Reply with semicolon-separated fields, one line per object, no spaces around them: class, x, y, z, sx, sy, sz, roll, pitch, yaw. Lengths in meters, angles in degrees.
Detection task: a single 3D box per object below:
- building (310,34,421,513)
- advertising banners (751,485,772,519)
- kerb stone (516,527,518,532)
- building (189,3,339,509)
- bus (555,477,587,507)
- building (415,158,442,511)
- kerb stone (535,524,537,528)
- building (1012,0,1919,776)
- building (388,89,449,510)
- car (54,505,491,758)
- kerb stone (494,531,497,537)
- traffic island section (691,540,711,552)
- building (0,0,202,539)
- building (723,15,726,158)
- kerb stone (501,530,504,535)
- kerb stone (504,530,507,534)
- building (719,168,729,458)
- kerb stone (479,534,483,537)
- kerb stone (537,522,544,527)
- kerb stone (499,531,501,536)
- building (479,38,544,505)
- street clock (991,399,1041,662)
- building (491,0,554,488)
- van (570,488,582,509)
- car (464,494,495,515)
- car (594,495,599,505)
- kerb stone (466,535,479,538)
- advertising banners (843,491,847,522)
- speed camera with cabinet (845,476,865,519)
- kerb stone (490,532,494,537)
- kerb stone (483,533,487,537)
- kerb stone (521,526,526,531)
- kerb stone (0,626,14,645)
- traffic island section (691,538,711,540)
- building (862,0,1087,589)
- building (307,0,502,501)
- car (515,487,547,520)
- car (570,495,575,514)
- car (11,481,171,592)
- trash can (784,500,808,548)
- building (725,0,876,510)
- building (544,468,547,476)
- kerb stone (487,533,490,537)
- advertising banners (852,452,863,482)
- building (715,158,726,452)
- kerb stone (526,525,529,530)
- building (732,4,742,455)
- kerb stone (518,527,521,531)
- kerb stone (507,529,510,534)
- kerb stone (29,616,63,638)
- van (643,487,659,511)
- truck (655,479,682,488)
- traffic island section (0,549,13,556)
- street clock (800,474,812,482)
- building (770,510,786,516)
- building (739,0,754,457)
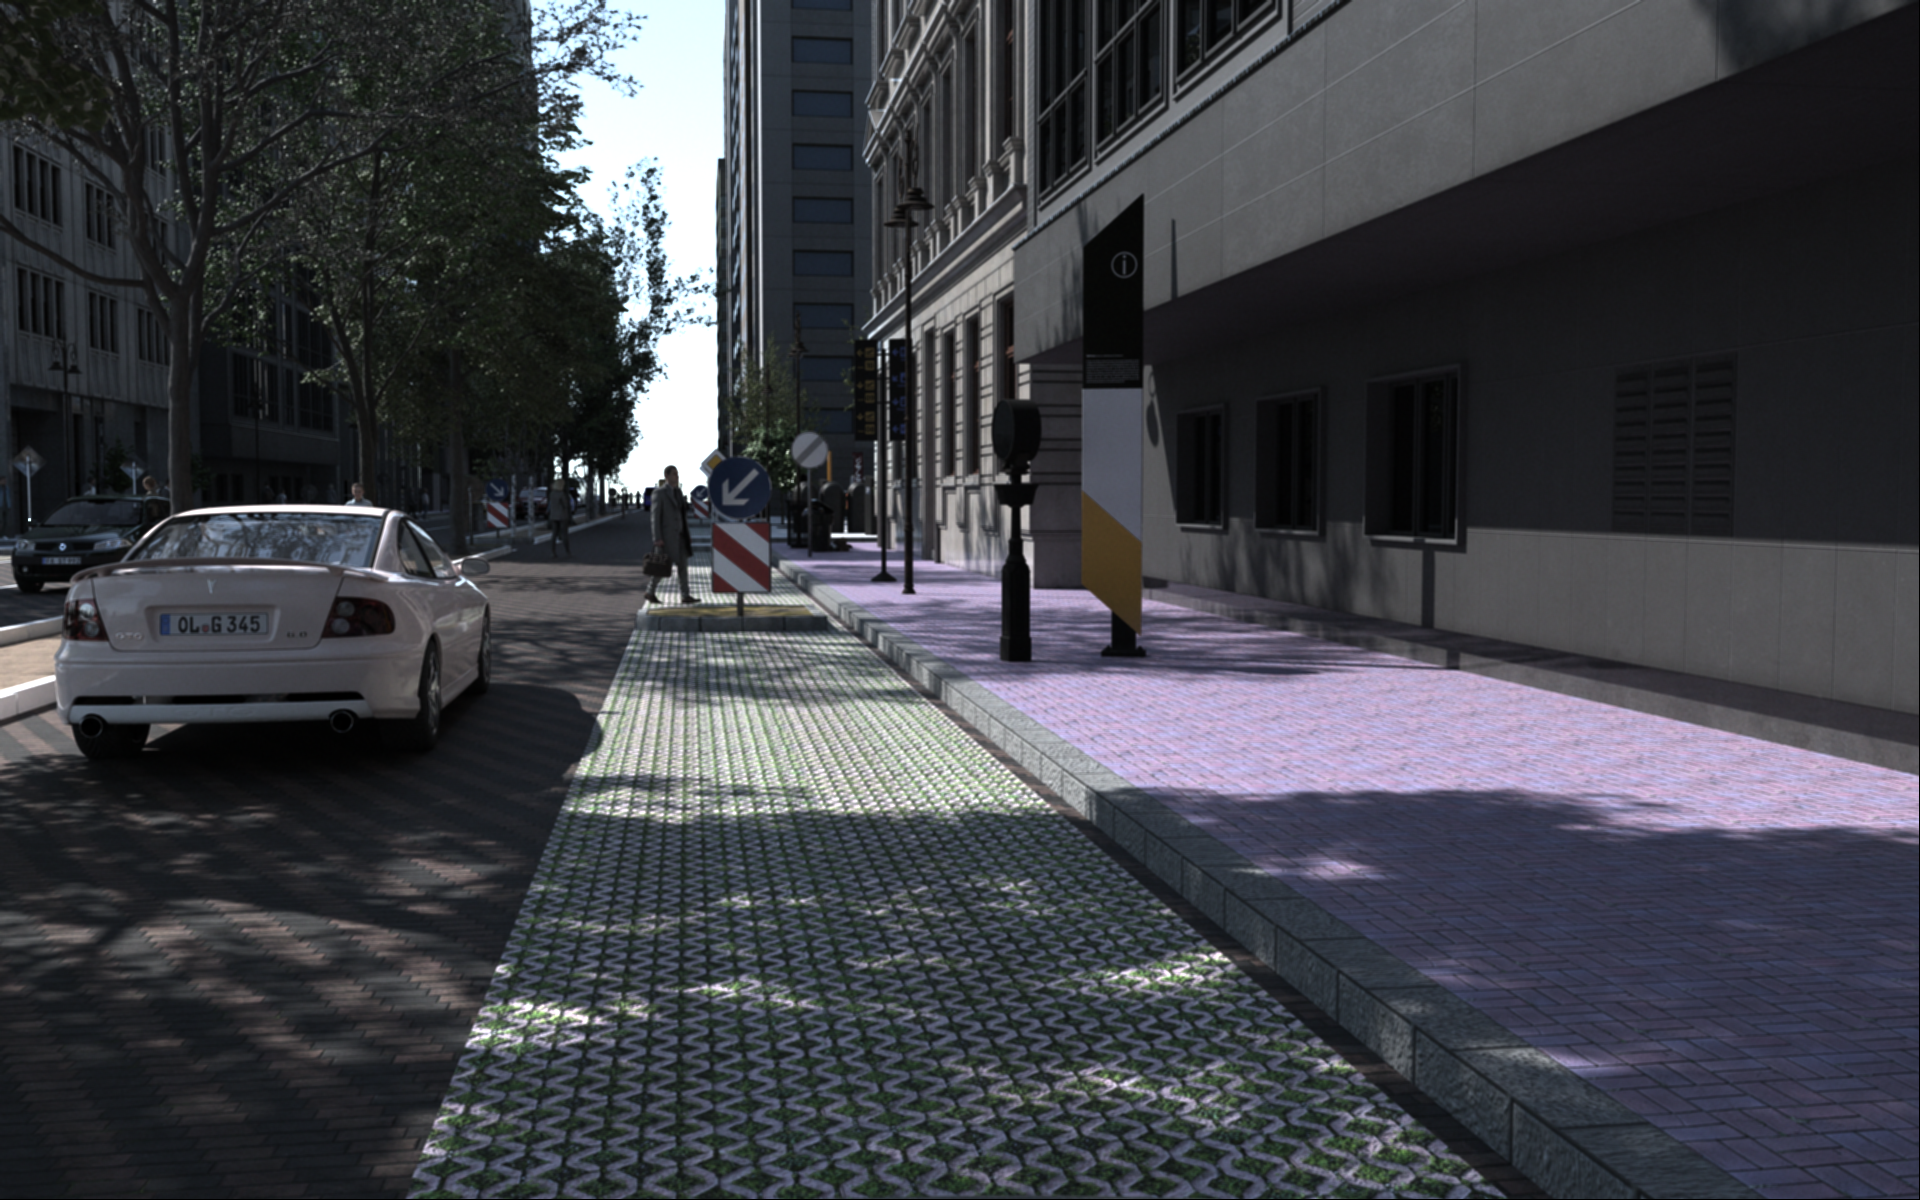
building;-41.030;-20.083;105.854;11.434;29.767;29.804;-1;4;-9
advertising banners;-10.707;-5.740;90.038;2.074;3.025;0.090;0;4;-4
kerb stone;-16.684;-2.592;64.635;0.120;0.150;1.000;-1;4;-9
building;-38.232;-17.471;79.164;14.314;27.812;24.014;-1;4;-9
bus;-41.293;-11.569;184.008;2.948;3.499;13.247;0;4;-7
building;-47.034;-21.845;128.871;14.160;30.474;14.107;-1;4;-9
kerb stone;-17.958;-3.091;72.738;0.120;0.150;1.000;-1;4;-9
building;9.344;-13.222;9.689;14.314;27.812;24.014;-1;4;-9
building;-58.818;-27.774;145.978;32.217;40.220;23.993;-1;4;-9
car;-4.077;0.090;10.885;2.083;1.381;4.827;-1;4;-9
kerb stone;-15.571;-2.162;57.549;0.120;0.150;1.000;-1;4;-9
traffic island section;-6.127;-1.327;43.972;2.009;0.180;2.903;-1;4;-9
building;-34.623;-14.654;57.620;12.078;24.808;19.932;-1;4;-9
building;-26.989;-50.220;259.355;20.563;71.187;20.611;-1;4;-9
kerb stone;-15.886;-2.284;59.575;0.120;0.150;1.000;-1;4;-9
kerb stone;-16.045;-2.344;60.585;0.120;0.150;1.000;-1;4;-9
building;-23.475;-32.837;220.478;14.154;41.232;14.086;-1;4;-9
kerb stone;-14.937;-1.915;53.499;0.120;0.150;1.000;-1;4;-9
kerb stone;-18.435;-3.275;75.783;0.120;0.150;1.000;-1;4;-9
kerb stone;-15.732;-2.224;58.565;0.120;0.150;1.000;-1;4;-9
building;-64.768;-41.373;218.455;21.231;58.520;28.212;-1;4;-9
street clock;0.429;-0.532;13.276;0.358;2.002;0.471;-1;4;-20
building;-68.220;-49.221;243.022;20.563;71.187;20.611;-1;4;-9
van;-39.050;-10.331;173.296;2.240;2.365;5.245;0;4;-8
car;-29.237;-5.810;105.213;2.015;1.641;3.980;-1;4;-10
car;-47.708;-13.052;225.761;2.083;1.381;4.827;0;4;-7
kerb stone;-14.783;-1.848;52.486;0.120;0.150;1.000;-1;4;-9
advertising banners;-5.169;-5.178;80.854;0.090;3.025;2.074;2;4;24
speed camera with cabinet;-5.506;-5.651;86.722;0.660;3.252;2.038;3;4;36
kerb stone;-15.411;-2.100;56.528;0.120;0.150;1.000;-1;4;-9
kerb stone;-15.087;-1.976;54.510;0.120;0.150;1.000;-1;4;-9
kerb stone;-17.155;-2.777;67.668;0.120;0.150;1.000;-1;4;-9
kerb stone;-9.134;0.351;16.509;0.120;0.150;1.000;-1;4;-9
traffic island section;-7.364;-1.809;51.861;2.009;0.180;2.903;-1;4;-9
building;4.384;-12.043;33.061;11.583;22.565;21.152;-1;4;-9
building;-60.876;-35.601;171.316;28.713;52.752;27.495;-1;4;-9
car;-24.348;-5.533;99.136;2.281;1.827;5.304;-1;4;-8
car;-27.885;-6.810;120.935;1.945;1.707;3.694;0;4;-7
car;-13.106;-1.036;26.726;2.009;1.686;4.222;0;4;-8
trash can;-3.800;-1.805;41.159;0.748;1.137;0.748;0;3;0
building;-14.559;-39.434;186.739;21.231;58.520;28.212;-1;4;-9
building;-76.534;-35.115;266.005;32.217;40.220;23.993;-1;4;-9
kerb stone;-15.259;-2.038;55.517;0.120;0.150;1.000;-1;4;-9
advertising banners;-3.571;-4.639;72.033;2.074;3.025;0.090;2;4;26
building;-22.673;-37.630;238.951;21.300;48.544;21.600;-1;4;-9
kerb stone;-17.319;-2.841;68.685;0.120;0.150;1.000;-1;4;-9
building;-9.306;-32.942;158.213;23.786;49.044;30.456;-1;4;-9
kerb stone;-16.838;-2.657;65.645;0.120;0.150;1.000;-1;4;-9
kerb stone;-16.206;-2.410;61.601;0.120;0.150;1.000;-1;4;-9
kerb stone;-9.295;0.290;17.523;0.120;0.150;1.000;-1;4;-9
van;-26.301;-8.903;149.940;2.240;2.365;5.245;0;4;-7
truck;-36.746;-13.616;218.538;3.469;3.379;9.791;-1;4;-10
traffic island section;-22.272;-1.173;41.455;2.009;0.180;2.903;-1;4;-9
street clock;-5.463;-3.484;61.532;0.358;2.002;0.471;-3;4;-39
building;-3.087;-34.940;113.272;21.231;58.520;28.212;-1;4;-9
building;-10.006;-29.677;135.337;14.600;45.320;14.200;-1;4;-9
